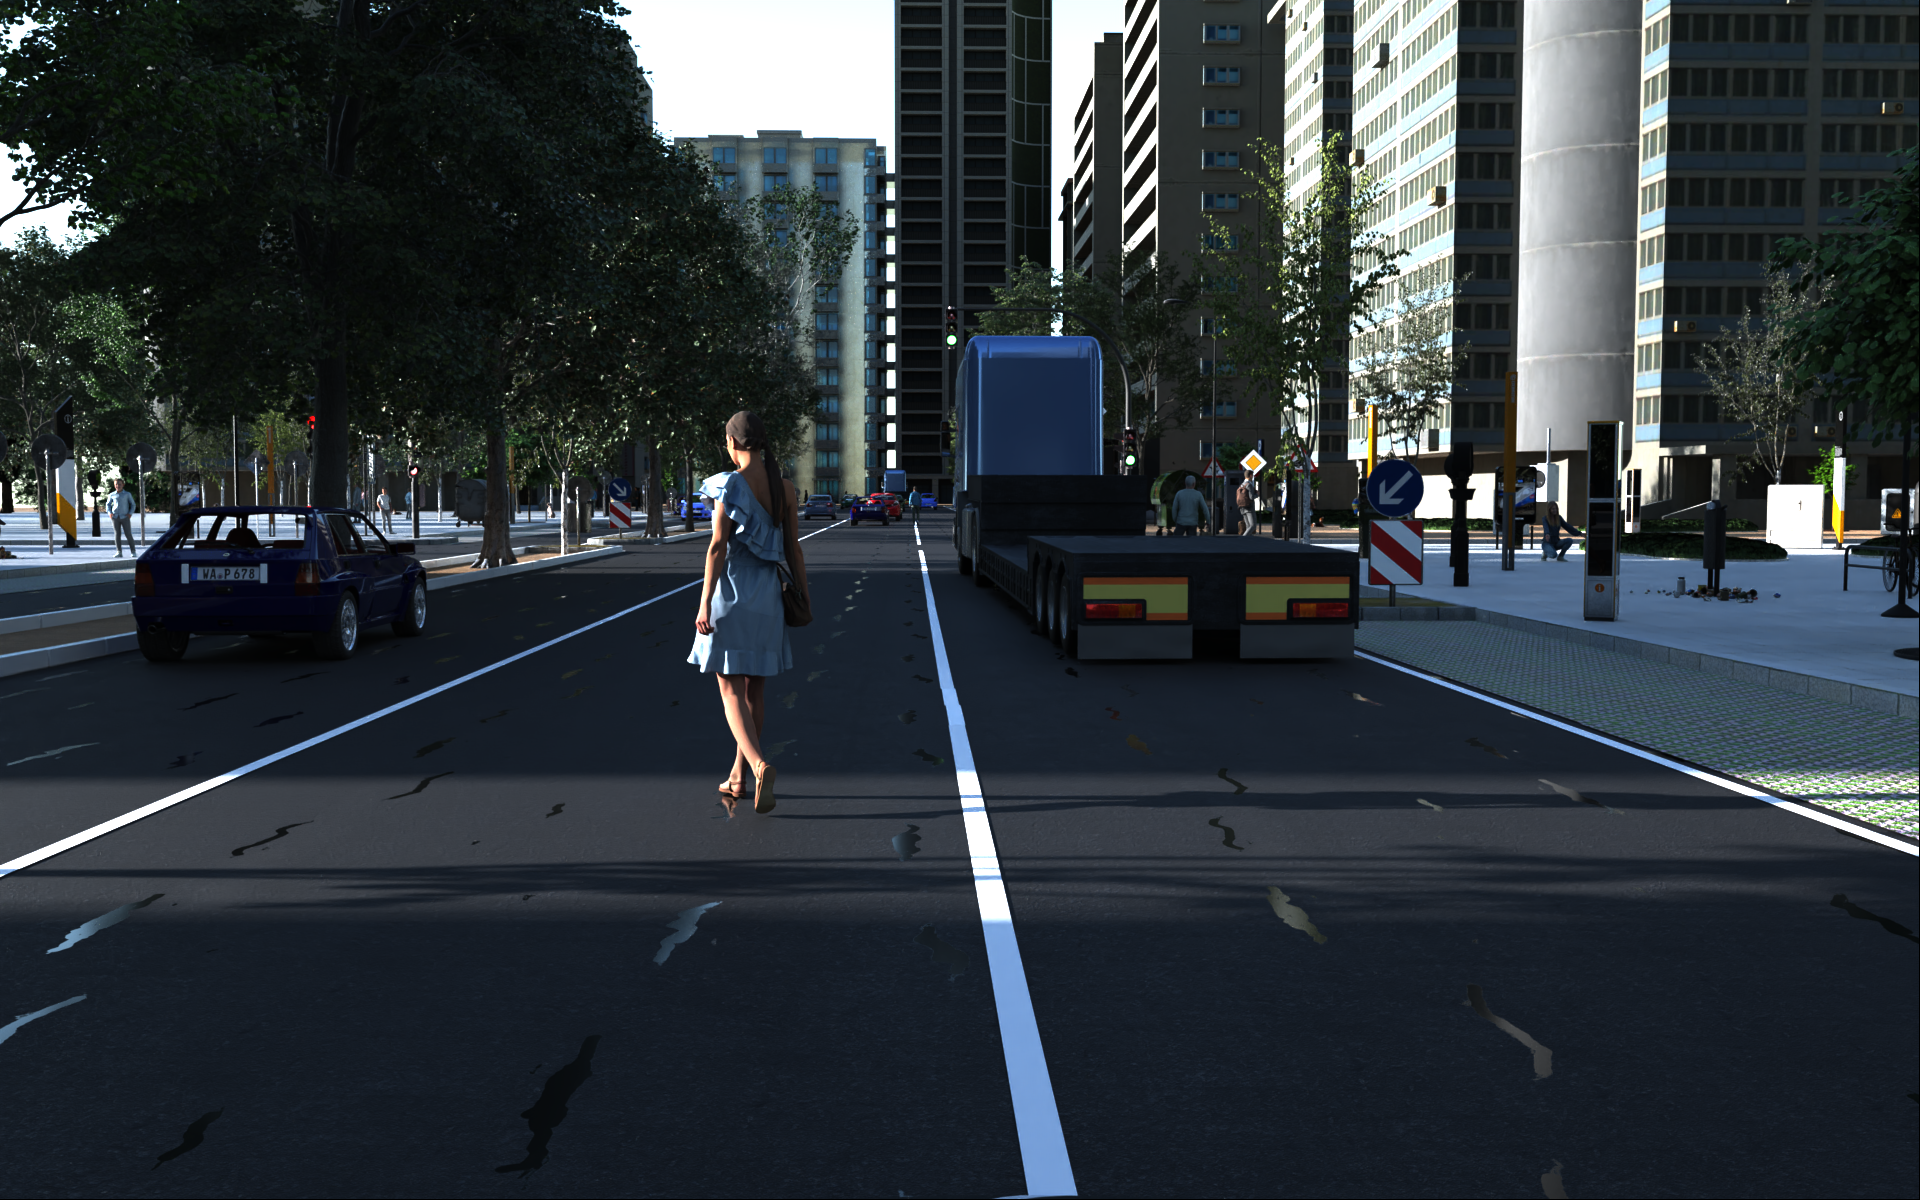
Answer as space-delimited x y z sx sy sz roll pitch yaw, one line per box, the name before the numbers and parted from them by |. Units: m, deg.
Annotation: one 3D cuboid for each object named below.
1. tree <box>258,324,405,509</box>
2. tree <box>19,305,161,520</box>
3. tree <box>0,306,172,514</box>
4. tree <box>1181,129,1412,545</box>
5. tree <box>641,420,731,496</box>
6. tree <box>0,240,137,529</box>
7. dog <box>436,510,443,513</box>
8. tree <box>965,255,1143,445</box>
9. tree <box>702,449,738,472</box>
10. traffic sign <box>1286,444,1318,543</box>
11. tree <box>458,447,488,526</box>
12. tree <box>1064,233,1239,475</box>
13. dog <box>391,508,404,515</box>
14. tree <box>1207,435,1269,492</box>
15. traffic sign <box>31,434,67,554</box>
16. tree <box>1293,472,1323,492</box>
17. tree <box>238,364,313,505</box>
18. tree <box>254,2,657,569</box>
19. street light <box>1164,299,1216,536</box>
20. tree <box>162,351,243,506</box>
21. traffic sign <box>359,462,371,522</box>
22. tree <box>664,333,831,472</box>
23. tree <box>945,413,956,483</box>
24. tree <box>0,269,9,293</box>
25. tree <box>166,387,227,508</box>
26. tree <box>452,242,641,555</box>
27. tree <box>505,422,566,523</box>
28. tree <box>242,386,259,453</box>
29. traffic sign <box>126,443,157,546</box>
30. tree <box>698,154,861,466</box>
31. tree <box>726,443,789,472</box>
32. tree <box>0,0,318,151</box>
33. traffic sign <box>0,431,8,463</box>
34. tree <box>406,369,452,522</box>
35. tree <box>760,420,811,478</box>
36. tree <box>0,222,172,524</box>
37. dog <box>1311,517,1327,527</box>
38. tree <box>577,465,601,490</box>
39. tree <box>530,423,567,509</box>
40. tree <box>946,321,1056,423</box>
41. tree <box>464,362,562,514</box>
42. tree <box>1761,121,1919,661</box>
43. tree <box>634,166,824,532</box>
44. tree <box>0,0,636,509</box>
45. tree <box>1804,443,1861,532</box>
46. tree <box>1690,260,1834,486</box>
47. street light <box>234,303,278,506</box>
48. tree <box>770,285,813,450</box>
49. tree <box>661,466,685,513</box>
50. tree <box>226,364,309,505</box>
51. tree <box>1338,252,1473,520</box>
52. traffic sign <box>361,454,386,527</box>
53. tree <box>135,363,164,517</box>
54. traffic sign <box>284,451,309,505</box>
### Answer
tree | -26.148 -7.444 72.072 4.360 8.622 3.978 0 3 0
tree | -43.133 -10.212 85.100 7.486 12.596 7.792 0 3 0
tree | -61.692 -13.208 117.766 18.604 14.587 13.155 -1 4 -15
tree | 6.708 -5.146 34.507 4.737 8.622 4.395 0 3 0
tree | -21.460 -13.155 133.212 7.486 12.596 7.792 0 3 0
tree | -33.627 -7.845 62.678 7.601 10.594 8.767 0 4 -2
dog | -36.042 -6.259 120.067 0.550 0.427 0.748 0 4 -1
tree | 4.928 -11.420 93.377 9.857 13.997 8.962 0 3 0
tree | -22.454 -13.025 163.318 4.360 8.622 3.978 0 3 0
traffic sign | 8.316 -2.593 42.392 0.884 2.594 0.081 0 4 -1
tree | -19.326 -4.652 70.665 1.663 3.219 1.824 0 3 0
tree | 6.383 -7.867 63.037 7.601 10.594 8.767 -3 4 -36
dog | -34.594 -5.430 106.520 0.748 0.427 0.550 1 4 9
tree | 15.431 -6.882 96.228 4.285 4.588 4.351 0 3 0
traffic sign | -19.312 -2.240 36.727 0.768 2.556 0.104 0 3 0
tree | 20.344 -6.494 100.777 1.663 3.219 1.824 0 3 0
tree | -45.144 -11.175 117.122 7.601 10.594 8.767 0 4 2
tree | -8.972 -6.963 33.315 9.611 12.733 9.660 0 3 0
street light | 5.546 -4.212 41.404 1.470 5.913 1.316 0 4 -2
tree | -35.481 -8.126 83.226 4.360 8.622 3.978 0 3 0
traffic sign | -21.357 -3.823 62.612 0.768 2.556 0.104 0 4 1
tree | -10.302 -8.909 82.538 8.767 10.594 7.601 0 4 -2
tree | 2.216 -16.801 192.819 7.486 12.596 7.792 0 3 0
tree | -18.205 -4.834 29.399 4.360 8.622 3.978 0 3 0
tree | -47.223 -9.633 107.865 4.737 8.622 4.395 0 3 0
tree | -9.268 -5.363 40.506 4.360 8.622 3.978 0 3 0
tree | -19.382 -5.757 77.848 4.285 4.588 4.351 0 3 0
tree | -29.835 -7.923 79.911 4.360 8.622 3.978 0 3 0
traffic sign | -20.243 -2.614 42.847 0.768 2.556 0.104 0 4 1
tree | -12.260 -14.606 97.152 12.611 20.169 13.585 0 3 0
tree | -22.955 -17.338 190.125 9.857 13.997 8.962 0 3 0
tree | -8.670 -5.213 13.438 9.928 11.665 9.643 0 3 0
traffic sign | -18.178 -1.974 32.380 0.768 2.556 0.104 0 4 2
tree | -24.269 -7.919 79.841 4.360 8.622 3.978 0 3 0
tree | -11.287 -9.485 107.894 4.360 8.622 3.978 0 3 0
tree | -38.299 -9.552 73.180 9.611 12.733 9.660 0 3 0
dog | 13.810 -3.014 67.015 0.748 0.427 0.550 3 4 36
tree | -20.029 -5.910 91.230 1.663 3.219 1.824 0 3 0
tree | -24.775 -9.511 105.860 4.737 8.622 4.395 0 3 0
tree | 4.211 -12.688 117.817 12.009 13.543 11.850 0 3 0
tree | -29.026 -10.945 113.364 8.767 10.594 7.601 -2 4 -28
tree | 8.103 -1.807 13.252 4.285 4.588 4.351 0 3 0
tree | -10.134 -9.286 64.646 12.009 13.543 11.850 0 3 0
tree | -8.682 -6.994 23.465 9.857 13.997 8.962 0 3 0
tree | 30.001 -3.958 59.322 1.663 3.219 1.824 0 3 0
tree | 24.924 -6.275 52.961 4.360 8.622 3.978 0 3 0
street light | -16.896 -4.229 41.692 1.470 5.913 1.316 0 4 -2
tree | -9.510 -8.216 53.794 9.611 12.733 9.660 0 3 0
tree | -19.892 -7.670 120.006 1.663 3.219 1.824 0 3 0
tree | -38.659 -9.061 98.506 4.737 8.622 4.395 0 3 0
tree | 13.899 -6.311 53.543 4.360 8.622 3.978 0 3 0
traffic sign | -18.300 -3.299 54.042 0.768 2.556 0.104 0 4 4
tree | -44.564 -8.838 94.859 4.360 8.622 3.978 0 3 0
traffic sign | -19.442 -3.096 50.732 0.768 2.556 0.104 0 4 5
